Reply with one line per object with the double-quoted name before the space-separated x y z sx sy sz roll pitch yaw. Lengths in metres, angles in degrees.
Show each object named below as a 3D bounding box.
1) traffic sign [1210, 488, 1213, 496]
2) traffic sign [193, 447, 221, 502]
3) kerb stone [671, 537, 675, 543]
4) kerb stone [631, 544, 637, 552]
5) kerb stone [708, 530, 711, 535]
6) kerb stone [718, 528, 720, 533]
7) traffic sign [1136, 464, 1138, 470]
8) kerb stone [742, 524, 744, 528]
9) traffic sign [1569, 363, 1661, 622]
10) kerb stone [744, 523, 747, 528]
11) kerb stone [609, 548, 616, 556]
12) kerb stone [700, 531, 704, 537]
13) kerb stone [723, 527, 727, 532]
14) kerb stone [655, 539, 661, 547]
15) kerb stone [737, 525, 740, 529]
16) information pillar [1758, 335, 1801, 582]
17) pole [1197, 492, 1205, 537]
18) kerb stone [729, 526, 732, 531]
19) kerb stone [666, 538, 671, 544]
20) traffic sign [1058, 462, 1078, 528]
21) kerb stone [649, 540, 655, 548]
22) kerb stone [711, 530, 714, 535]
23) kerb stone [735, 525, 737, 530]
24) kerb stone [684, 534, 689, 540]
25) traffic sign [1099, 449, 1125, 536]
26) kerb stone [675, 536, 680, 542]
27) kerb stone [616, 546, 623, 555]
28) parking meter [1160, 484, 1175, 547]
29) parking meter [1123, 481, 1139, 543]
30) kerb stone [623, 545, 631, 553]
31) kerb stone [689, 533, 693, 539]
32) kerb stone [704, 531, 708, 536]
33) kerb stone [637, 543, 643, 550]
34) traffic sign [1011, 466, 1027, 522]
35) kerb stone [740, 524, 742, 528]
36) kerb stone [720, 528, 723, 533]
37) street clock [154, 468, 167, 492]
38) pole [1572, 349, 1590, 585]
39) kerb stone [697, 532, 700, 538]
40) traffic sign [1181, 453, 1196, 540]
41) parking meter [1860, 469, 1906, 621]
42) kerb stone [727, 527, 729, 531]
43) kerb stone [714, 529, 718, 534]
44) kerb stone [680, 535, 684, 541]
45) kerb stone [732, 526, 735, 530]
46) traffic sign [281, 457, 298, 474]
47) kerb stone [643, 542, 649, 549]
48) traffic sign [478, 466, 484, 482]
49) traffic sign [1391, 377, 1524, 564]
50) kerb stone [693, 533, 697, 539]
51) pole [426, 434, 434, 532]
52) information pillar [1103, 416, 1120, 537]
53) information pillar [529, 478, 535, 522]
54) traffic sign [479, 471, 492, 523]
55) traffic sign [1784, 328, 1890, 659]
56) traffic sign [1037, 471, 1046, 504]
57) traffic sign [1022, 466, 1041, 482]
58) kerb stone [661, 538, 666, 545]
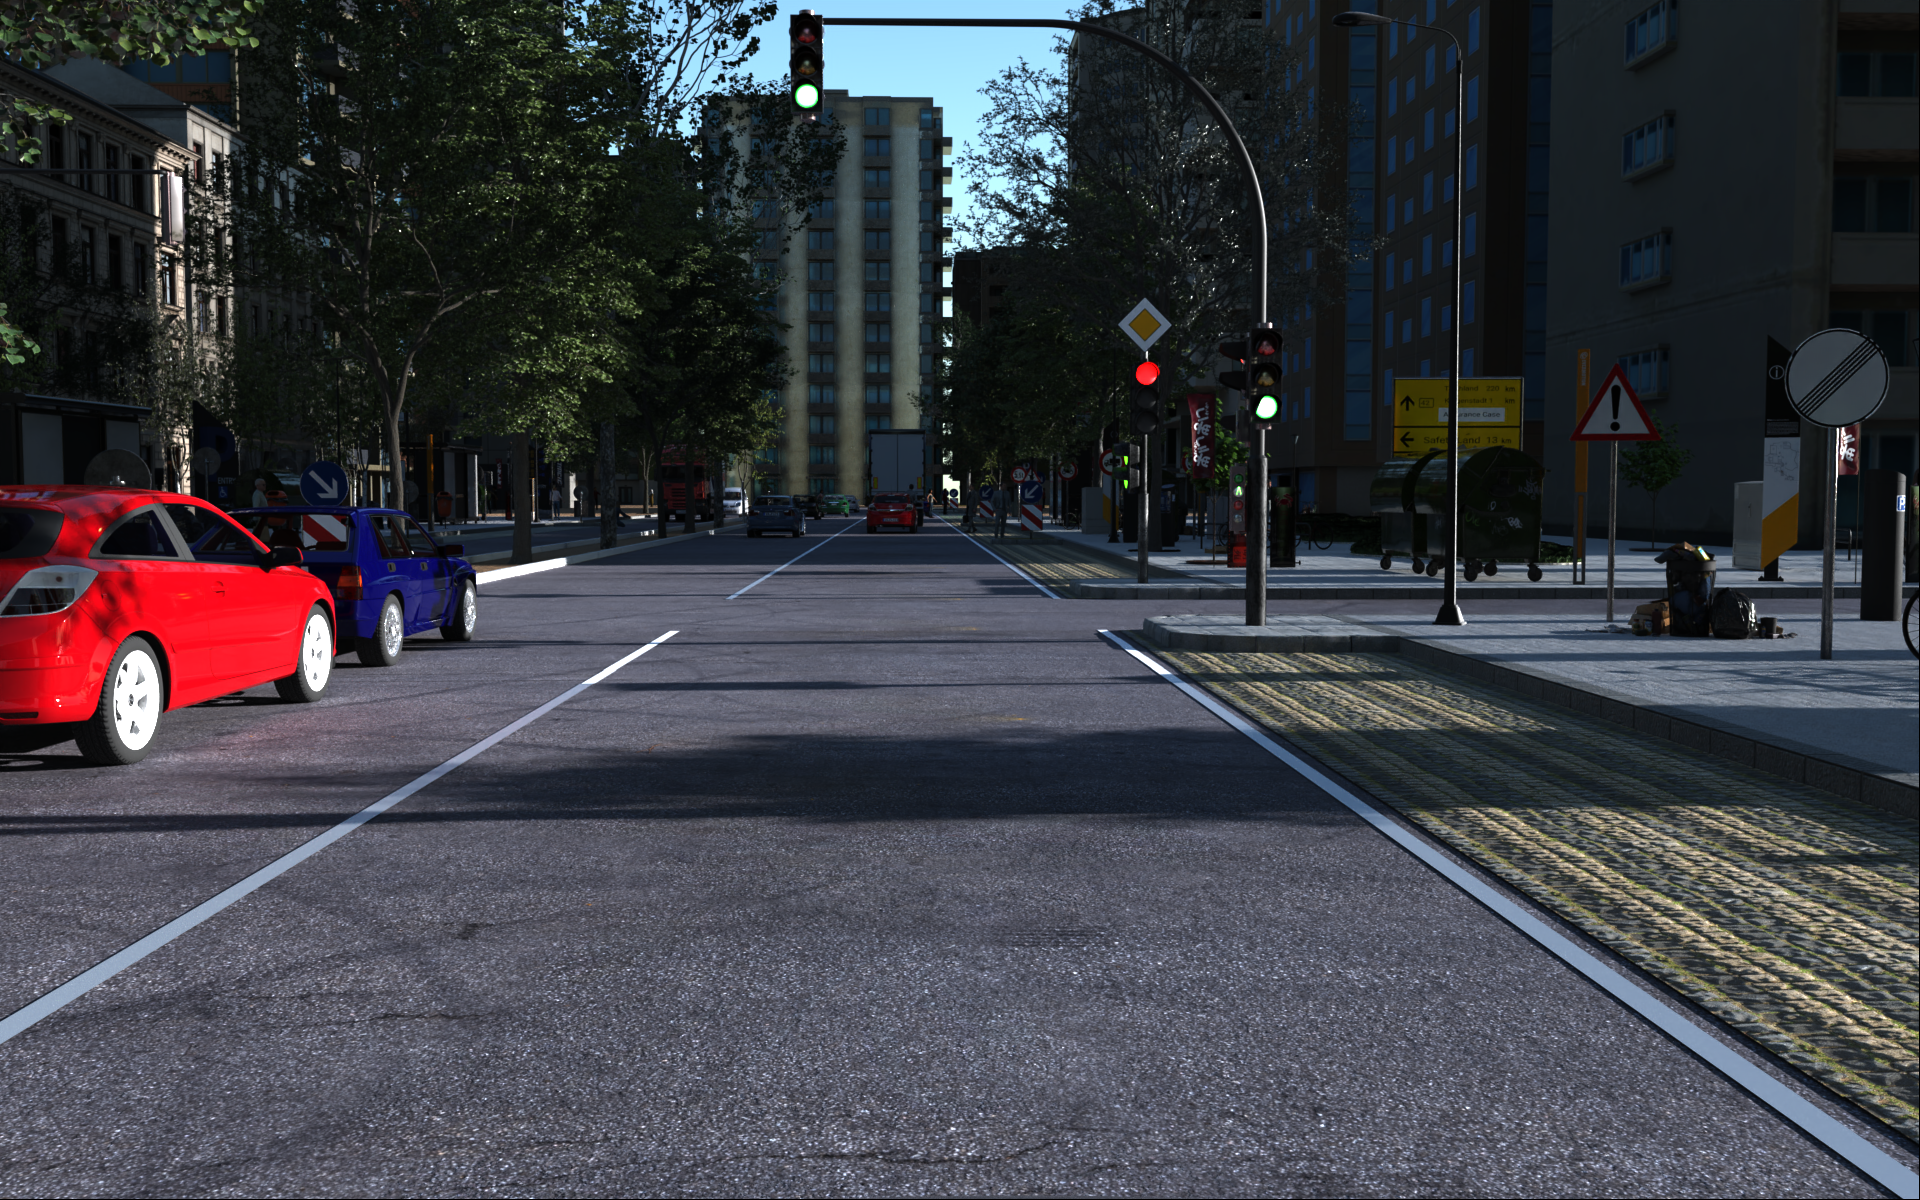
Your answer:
"traffic sign" 7.687 -3.231 52.926 0.768 2.556 0.104 0 4 1
"traffic sign" -20.402 -2.863 46.919 0.768 2.556 0.104 0 4 1
"kerb stone" -8.470 -1.719 50.298 0.120 0.150 1.000 0 4 -2
"kerb stone" -8.241 -1.279 43.111 0.120 0.150 1.000 0 4 -2
"kerb stone" -8.759 -2.282 59.504 0.120 0.150 1.000 0 4 -2
"kerb stone" -8.861 -2.470 62.582 0.120 0.150 1.000 0 4 -2
"traffic sign" 6.692 -4.174 68.353 0.768 2.556 0.104 0 4 5
"kerb stone" -9.157 -3.035 71.818 0.120 0.150 1.000 0 4 -2
"traffic sign" 6.531 -1.060 17.330 0.884 2.594 0.081 0 4 5
"kerb stone" -9.185 -3.098 72.848 0.120 0.150 1.000 0 4 -2
"kerb stone" -8.146 -1.091 40.029 0.120 0.150 1.000 0 4 -2
"kerb stone" -8.692 -2.155 57.460 0.120 0.150 1.000 0 4 -2
"kerb stone" -8.918 -2.596 64.637 0.120 0.150 1.000 0 4 -2
"kerb stone" -8.364 -1.527 47.227 0.120 0.150 1.000 0 4 -2
"kerb stone" -9.089 -2.909 69.762 0.120 0.150 1.000 0 4 -2
"information pillar" 12.030 -2.082 25.390 0.504 3.616 0.183 2 4 26
"pole" 7.278 -3.569 52.189 0.158 3.312 0.155 0 3 0
"kerb stone" -8.983 -2.718 66.687 0.120 0.150 1.000 0 4 -2
"kerb stone" -8.435 -1.656 49.277 0.120 0.150 1.000 0 4 -2
"traffic sign" 4.066 -4.002 65.536 0.768 2.556 0.104 0 4 1
"kerb stone" -8.341 -1.468 46.193 0.120 0.150 1.000 0 4 -2
"kerb stone" -8.800 -2.345 60.528 0.120 0.150 1.000 0 4 -2
"kerb stone" -9.055 -2.846 68.739 0.120 0.150 1.000 0 4 -2
"kerb stone" -8.567 -1.906 53.372 0.120 0.150 1.000 0 4 -2
"traffic sign" 4.257 -2.960 48.497 0.768 2.556 0.104 0 4 0
"kerb stone" -8.500 -1.779 51.320 0.120 0.150 1.000 0 4 -2
"kerb stone" -8.179 -1.153 41.051 0.120 0.150 1.000 0 4 -2
"parking meter" 5.058 -2.070 42.261 0.372 1.533 0.369 0 3 0
"parking meter" 4.511 -2.444 45.669 0.399 1.863 0.255 0 4 -1
"kerb stone" -8.205 -1.216 42.078 0.120 0.150 1.000 0 4 -2
"kerb stone" -8.593 -1.967 54.394 0.120 0.150 1.000 0 4 -2
"kerb stone" -8.727 -2.219 58.481 0.120 0.150 1.000 0 4 -2
"kerb stone" -8.270 -1.342 44.142 0.120 0.150 1.000 0 4 -2
"traffic sign" 2.721 -4.884 79.956 0.768 2.556 0.104 0 4 3
"kerb stone" -9.116 -2.972 70.791 0.120 0.150 1.000 0 4 -2
"kerb stone" -8.897 -2.533 63.613 0.120 0.150 1.000 0 4 -2
"street clock" -22.203 -2.660 48.061 0.358 2.002 0.471 -2 4 -26
"pole" 8.768 -1.872 24.444 0.158 3.312 0.155 0 3 0
"kerb stone" -8.665 -2.093 56.438 0.120 0.150 1.000 0 4 -2
"traffic sign" 6.587 -2.969 48.642 0.768 2.556 0.104 0 4 -1
"parking meter" 9.380 -0.562 17.601 0.372 1.533 0.369 0 3 0
"kerb stone" -8.949 -2.659 65.665 0.120 0.150 1.000 0 4 -2
"kerb stone" -8.824 -2.408 61.560 0.120 0.150 1.000 0 4 -2
"kerb stone" -8.532 -1.844 52.342 0.120 0.150 1.000 0 4 -2
"kerb stone" -9.022 -2.784 67.717 0.120 0.150 1.000 0 4 -2
"traffic sign" -23.331 -3.668 60.070 0.768 2.556 0.104 0 4 4
"kerb stone" -8.304 -1.405 45.171 0.120 0.150 1.000 0 4 -2
"traffic sign" -21.211 -4.626 75.747 0.768 2.556 0.104 0 4 1
"traffic sign" 8.609 -2.215 30.082 2.265 3.308 0.079 0 4 1
"kerb stone" -8.632 -2.032 55.416 0.120 0.150 1.000 0 4 -2
"pole" -18.122 -4.001 59.260 0.158 3.312 0.155 0 3 0
"information pillar" 4.546 -3.708 51.977 0.504 3.616 0.183 0 4 6
"information pillar" -19.997 -4.657 80.637 0.304 2.012 0.304 0 4 -3
"traffic sign" -21.255 -4.614 77.576 0.606 2.300 0.079 0 4 5
"traffic sign" 6.736 -0.813 13.392 0.768 2.556 0.104 0 4 6
"traffic sign" 4.407 -5.921 96.911 0.768 2.556 0.104 0 4 1
"traffic sign" 3.234 -4.802 78.508 0.884 2.594 0.081 0 4 6
"kerb stone" -8.401 -1.593 48.248 0.120 0.150 1.000 0 4 -2
